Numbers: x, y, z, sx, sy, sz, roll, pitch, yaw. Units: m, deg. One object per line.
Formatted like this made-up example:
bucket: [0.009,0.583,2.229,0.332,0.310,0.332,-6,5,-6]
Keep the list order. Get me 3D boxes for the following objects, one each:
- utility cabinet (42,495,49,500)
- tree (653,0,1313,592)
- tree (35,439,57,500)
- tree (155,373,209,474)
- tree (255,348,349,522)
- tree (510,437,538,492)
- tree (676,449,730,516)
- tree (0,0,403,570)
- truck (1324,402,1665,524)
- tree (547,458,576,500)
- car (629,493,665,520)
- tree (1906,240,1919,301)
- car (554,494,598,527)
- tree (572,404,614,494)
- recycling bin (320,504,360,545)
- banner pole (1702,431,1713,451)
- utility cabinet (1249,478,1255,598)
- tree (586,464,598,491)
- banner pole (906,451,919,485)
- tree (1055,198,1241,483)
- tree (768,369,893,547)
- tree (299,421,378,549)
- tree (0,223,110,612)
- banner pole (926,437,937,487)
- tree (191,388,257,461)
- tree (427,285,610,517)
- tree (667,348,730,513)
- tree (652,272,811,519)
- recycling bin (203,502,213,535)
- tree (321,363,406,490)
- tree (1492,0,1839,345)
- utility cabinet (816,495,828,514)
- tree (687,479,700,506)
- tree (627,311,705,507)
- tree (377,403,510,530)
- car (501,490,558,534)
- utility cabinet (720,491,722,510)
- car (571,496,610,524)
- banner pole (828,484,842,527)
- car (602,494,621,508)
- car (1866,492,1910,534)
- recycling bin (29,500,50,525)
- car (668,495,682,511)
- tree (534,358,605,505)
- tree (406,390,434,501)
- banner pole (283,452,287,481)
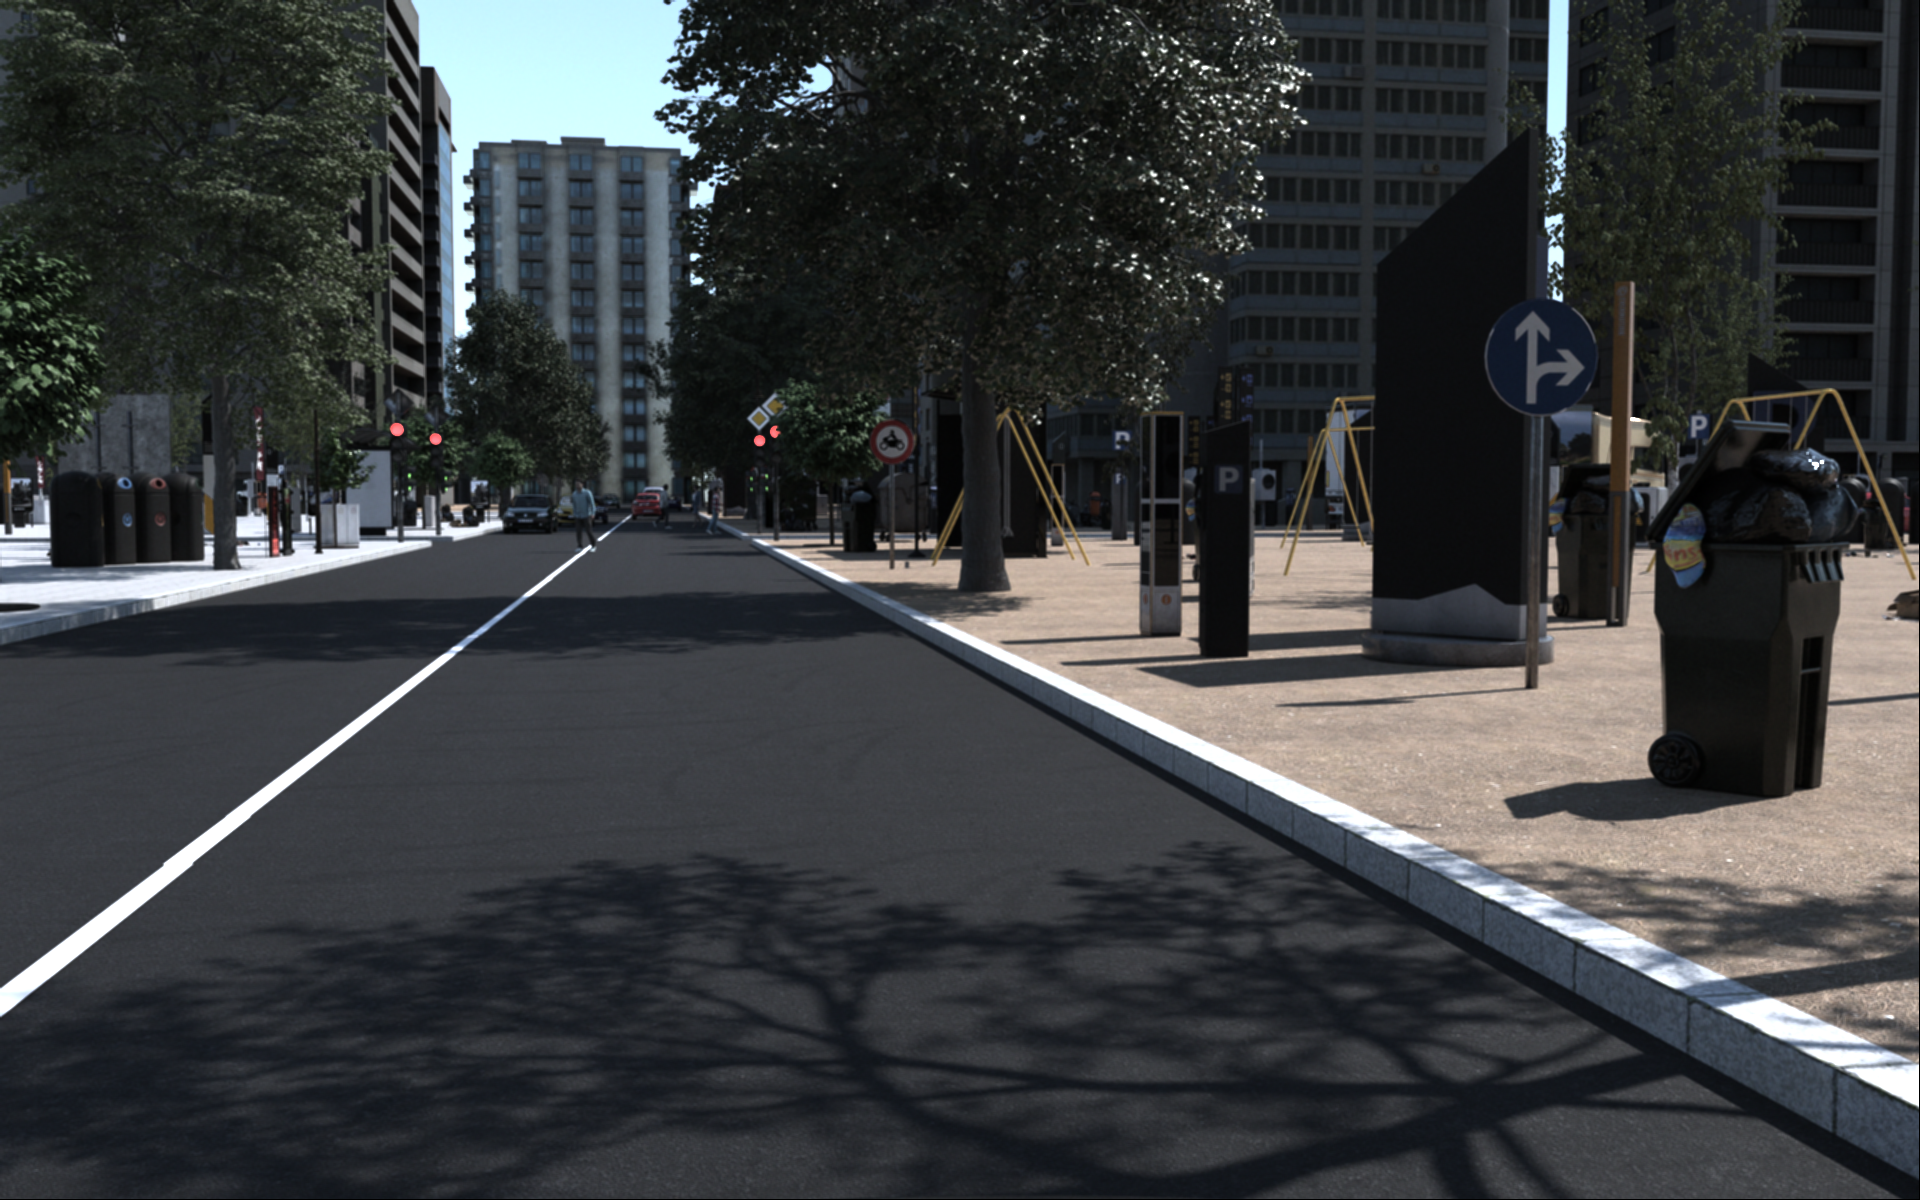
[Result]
utility cabinet: [-47.602,-4.835,90.209,0.306,1.237,1.020,-2,4,-34]
tree: [0.328,-7.081,22.435,9.857,13.997,8.962,0,3,0]
tree: [-47.549,-8.749,93.405,4.737,8.622,4.395,0,3,0]
tree: [-46.429,-9.326,102.850,4.737,8.622,4.395,0,3,0]
tree: [-33.833,-8.476,88.939,4.737,8.622,4.395,0,3,0]
tree: [-22.420,-6.186,84.853,4.285,4.588,4.351,0,3,0]
tree: [-14.104,-9.335,102.995,4.737,8.622,4.395,0,3,0]
tree: [-12.705,-6.764,28.713,7.486,12.596,7.792,0,3,0]
truck: [17.341,-4.043,55.013,11.283,4.237,2.839,-1,4,-10]
tree: [-31.306,-11.295,135.030,4.737,8.622,4.395,0,3,0]
car: [-17.360,-5.346,96.443,2.155,1.783,4.494,-1,4,-10]
tree: [24.274,-5.513,40.494,4.737,8.622,4.395,0,3,0]
car: [-17.149,-4.094,77.160,2.015,1.641,3.980,-1,4,-12]
tree: [-34.365,-13.469,154.634,7.601,10.594,8.767,0,4,-1]
recycling bin: [-15.695,-1.911,43.801,0.722,1.027,0.722,3,5,39]
banner pole: [25.955,-4.310,60.489,0.401,3.779,0.863,-2,4,-35]
utility cabinet: [3.490,-0.784,21.491,0.318,1.500,1.173,1,4,12]
tree: [-41.814,-14.902,194.005,4.360,8.622,3.978,0,3,0]
banner pole: [-2.270,-5.831,85.361,0.863,3.779,0.401,1,4,11]
tree: [4.278,-5.437,39.262,4.360,8.622,3.978,0,3,0]
tree: [-3.116,-3.609,42.726,4.285,4.588,4.351,0,3,0]
tree: [-14.756,-2.831,40.882,1.663,3.219,1.824,0,3,0]
tree: [-11.017,-2.167,19.137,4.285,4.588,4.351,0,3,0]
banner pole: [-1.270,-5.232,75.566,0.401,3.779,0.863,-3,5,-40]
tree: [-50.382,-10.326,119.191,4.360,8.622,3.978,0,3,0]
tree: [-24.949,-10.905,95.305,9.611,12.733,9.660,0,3,0]
tree: [-16.427,-12.333,119.767,7.486,12.596,7.792,0,3,0]
tree: [-10.669,-10.431,87.551,9.611,12.733,9.660,0,3,0]
recycling bin: [-23.606,-2.585,54.813,0.722,1.027,0.722,2,4,24]
tree: [-34.707,-9.050,98.335,4.360,8.622,3.978,0,3,0]
tree: [9.110,-4.415,22.546,4.737,8.622,4.395,0,3,0]
utility cabinet: [-8.894,-6.028,109.721,1.020,1.237,0.306,-1,4,-23]
tree: [-29.601,-12.200,194.069,1.663,3.219,1.824,0,3,0]
tree: [-25.932,-19.095,168.100,12.611,20.169,13.585,0,3,0]
tree: [-19.384,-4.834,62.748,4.285,4.588,4.351,0,3,0]
car: [-15.812,-3.305,63.818,2.009,1.686,4.222,-1,4,-8]
utility cabinet: [-17.366,-7.239,127.039,0.318,1.500,1.173,2,4,24]
car: [-17.941,-4.363,83.923,1.945,1.354,3.894,-1,4,-11]
banner pole: [-4.889,-4.684,66.592,0.401,3.779,0.863,-1,4,-10]
car: [-35.355,-9.992,175.167,2.131,1.459,4.920,-1,4,-10]
car: [30.772,-2.967,57.543,4.494,1.783,2.155,-1,4,-12]
recycling bin: [-38.754,-3.705,73.135,0.722,1.027,0.722,1,4,8]
car: [-24.118,-8.064,144.422,1.945,1.354,3.894,-1,4,-10]
tree: [-33.291,-13.786,143.527,7.486,12.596,7.792,0,3,0]
tree: [-38.557,-10.480,121.714,4.360,8.622,3.978,0,3,0]
banner pole: [-39.339,-6.787,100.982,0.401,3.779,0.863,-2,4,-31]
